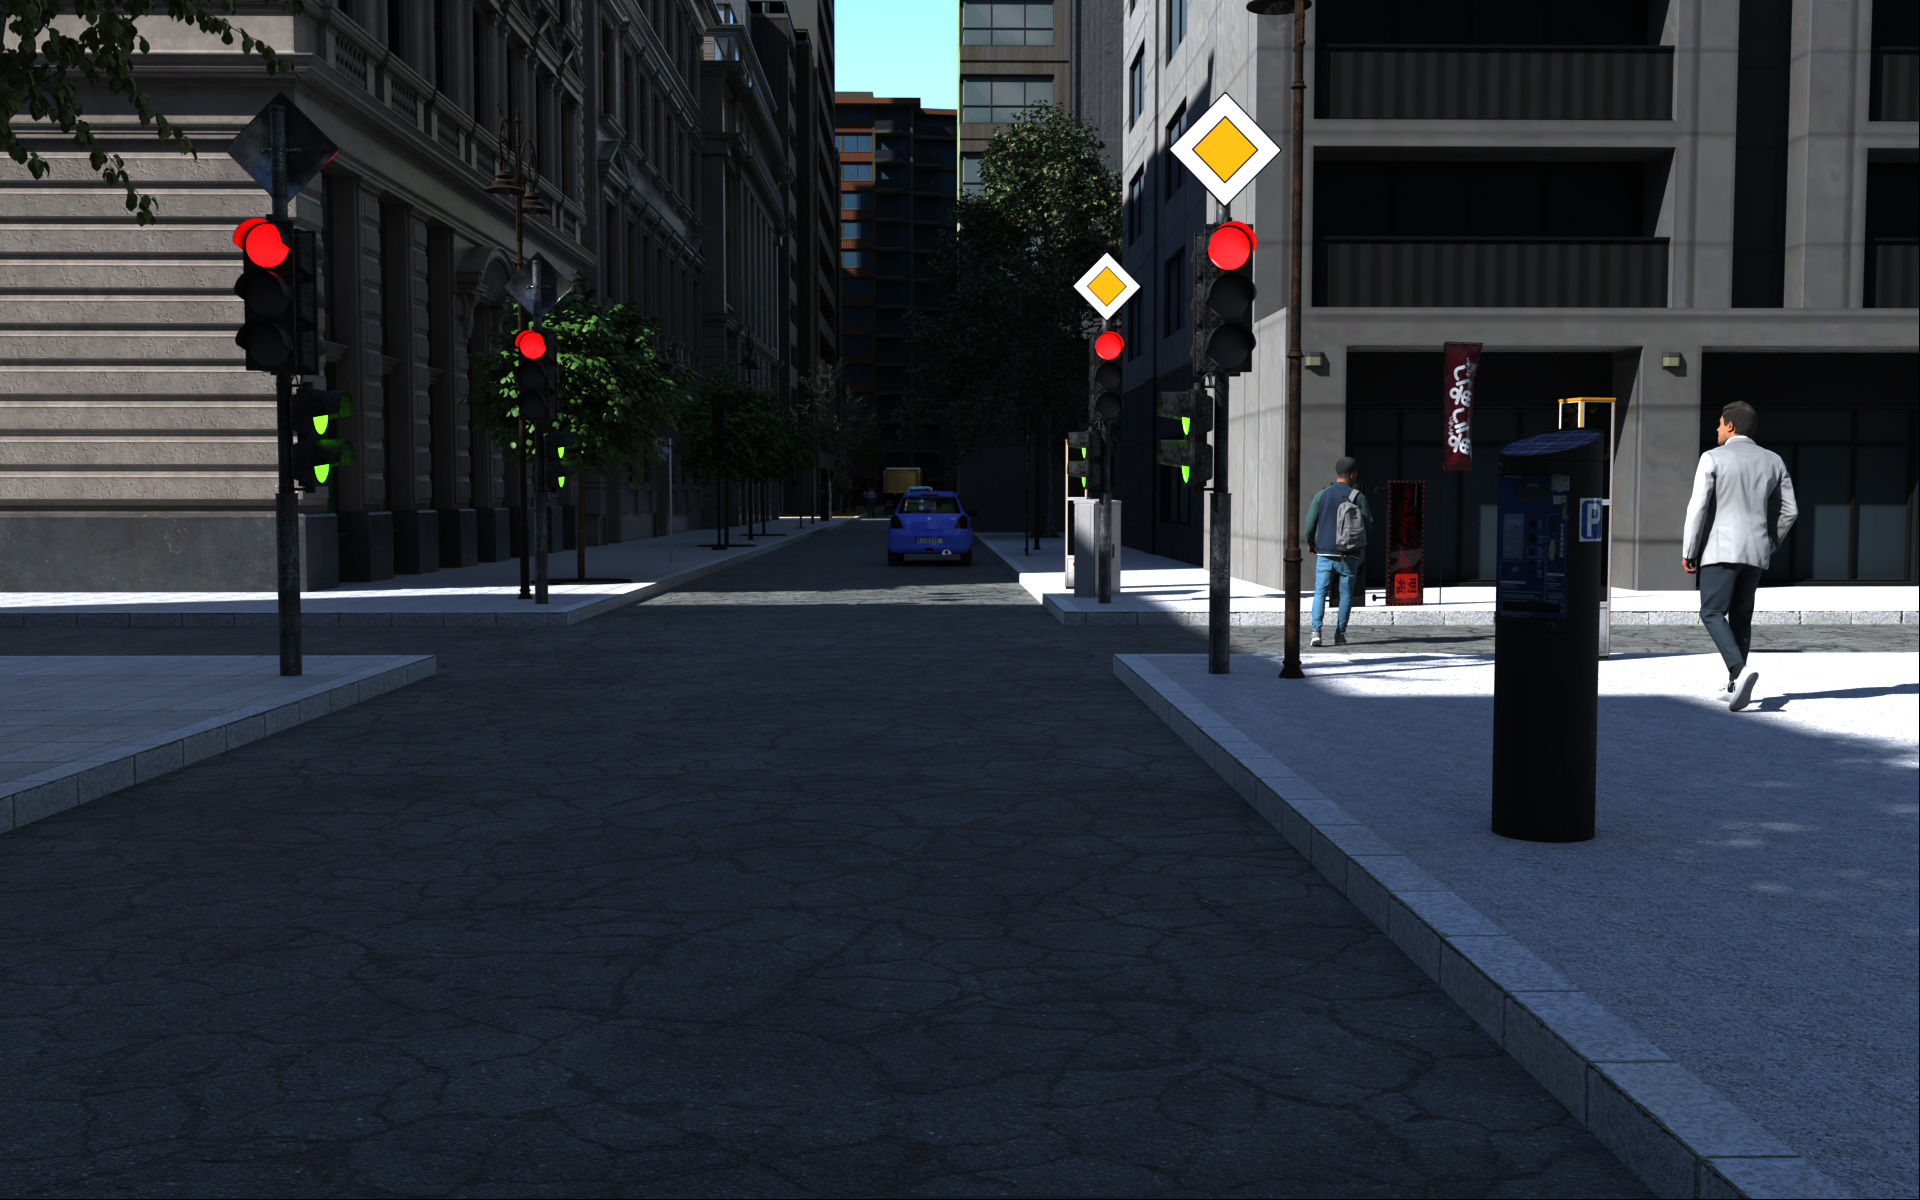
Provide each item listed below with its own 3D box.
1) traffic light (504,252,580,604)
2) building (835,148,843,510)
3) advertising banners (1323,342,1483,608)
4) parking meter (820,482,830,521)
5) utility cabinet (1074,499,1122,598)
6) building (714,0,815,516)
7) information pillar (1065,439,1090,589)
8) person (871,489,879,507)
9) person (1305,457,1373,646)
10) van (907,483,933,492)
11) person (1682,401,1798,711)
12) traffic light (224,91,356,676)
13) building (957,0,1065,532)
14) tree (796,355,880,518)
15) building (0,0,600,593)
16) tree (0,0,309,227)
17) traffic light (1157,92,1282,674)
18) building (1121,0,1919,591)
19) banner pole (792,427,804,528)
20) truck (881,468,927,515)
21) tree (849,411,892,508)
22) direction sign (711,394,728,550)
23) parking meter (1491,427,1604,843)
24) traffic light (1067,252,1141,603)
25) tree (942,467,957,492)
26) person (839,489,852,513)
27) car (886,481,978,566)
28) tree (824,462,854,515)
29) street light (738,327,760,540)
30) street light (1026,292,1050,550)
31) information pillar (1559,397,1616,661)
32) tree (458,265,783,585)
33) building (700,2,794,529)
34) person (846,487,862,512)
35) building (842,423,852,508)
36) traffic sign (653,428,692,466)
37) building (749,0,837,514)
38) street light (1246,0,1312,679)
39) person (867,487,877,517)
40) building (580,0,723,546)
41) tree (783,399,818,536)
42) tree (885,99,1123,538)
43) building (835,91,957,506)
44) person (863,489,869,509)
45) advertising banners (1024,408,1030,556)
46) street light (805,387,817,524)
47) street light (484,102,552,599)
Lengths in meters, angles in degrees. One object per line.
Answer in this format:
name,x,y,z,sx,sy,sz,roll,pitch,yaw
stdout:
traffic light,-4.874,-1.909,20.135,0.839,4.253,0.868,0,4,-1
building,-16.773,-22.417,138.223,14.160,30.474,14.107,0,4,-1
advertising banners,5.072,-1.443,19.782,2.074,3.025,0.090,-1,4,-19
parking meter,-6.442,-4.701,82.578,0.399,1.863,0.255,2,4,25
utility cabinet,1.754,-0.659,21.942,0.306,1.237,1.020,2,4,24
building,-16.055,-20.237,102.581,14.160,30.474,14.107,0,4,-1
information pillar,1.593,-1.157,23.404,0.304,2.012,0.304,1,4,12
person,-8.554,-10.067,170.638,1.348,1.824,0.705,-1,4,-11
person,3.578,-0.460,16.370,0.623,1.781,0.721,1,4,10
van,-2.120,-5.266,93.116,2.013,2.044,4.112,0,4,0
person,4.708,-0.277,10.413,0.661,1.843,0.795,0,4,-3
traffic light,-4.723,-1.421,12.151,0.839,4.253,0.868,0,4,-1
building,6.883,-23.248,63.702,14.154,41.232,14.086,0,4,-1
tree,-6.704,-8.681,92.291,4.360,8.622,3.978,0,3,0
building,-13.481,-12.365,31.040,11.050,23.489,19.941,0,4,-1
tree,-5.280,-3.585,8.971,4.737,8.622,4.395,0,3,0
traffic light,1.837,-1.429,12.291,0.839,4.253,0.868,0,4,-1
building,14.370,-36.257,31.059,20.611,71.187,20.563,0,4,-1
banner pole,-6.094,-4.579,64.879,0.401,3.779,0.863,-3,4,-37
truck,-4.108,-7.896,125.023,3.469,3.379,9.791,0,4,-1
tree,-7.981,-12.313,151.684,4.737,8.622,4.395,0,3,0
direction sign,-5.542,-2.921,39.760,0.379,3.537,0.876,-2,4,-24
parking meter,2.204,0.117,6.505,0.372,1.533,0.369,0,3,0
traffic light,1.686,-1.918,20.275,0.839,4.253,0.868,0,4,-1
tree,-0.139,-11.573,172.926,4.285,4.588,4.351,0,3,0
person,-7.855,-6.842,118.632,1.217,1.743,0.721,3,5,40
car,-0.590,-1.601,35.771,1.945,1.707,3.694,0,4,1
tree,-7.554,-6.779,105.433,1.663,3.219,1.824,0,3,0
street light,-5.836,-4.607,48.108,0.468,5.910,1.993,0,4,-1
street light,1.778,-4.102,39.856,0.468,5.910,1.993,0,4,-1
information pillar,4.820,-0.543,13.371,0.304,2.012,0.304,-1,4,-13
tree,-5.444,-2.521,24.935,4.285,4.588,4.351,0,3,0
building,-14.651,-14.211,74.143,13.314,21.916,24.055,0,4,-1
person,-7.748,-7.331,126.042,1.348,1.807,0.705,-2,4,-24
building,-25.854,-51.578,155.979,31.000,86.520,22.319,0,4,-1
traffic sign,-5.465,-2.011,32.621,0.795,2.593,0.064,0,4,0
building,-19.843,-30.341,119.782,21.300,48.544,21.600,0,4,-1
street light,2.321,-2.394,11.936,0.468,5.910,1.993,0,4,-1
person,-5.346,-5.984,106.206,0.709,1.838,0.599,2,4,30
building,-14.041,-13.175,51.568,11.583,22.565,21.152,0,4,-1
tree,-5.806,-3.585,42.331,4.285,4.588,4.351,0,3,0
tree,2.590,-8.175,50.676,9.611,12.733,9.660,0,3,0
building,-13.417,-32.831,191.410,28.867,44.769,22.147,0,4,-1
person,-8.165,-8.764,150.271,0.436,1.711,0.756,-1,4,-21
advertising banners,1.407,-2.453,36.294,0.090,3.025,2.074,0,4,1
street light,-6.411,-6.258,75.113,0.468,5.910,1.993,0,4,-1
street light,-5.322,-2.950,21.018,0.468,5.910,1.993,0,4,-1
